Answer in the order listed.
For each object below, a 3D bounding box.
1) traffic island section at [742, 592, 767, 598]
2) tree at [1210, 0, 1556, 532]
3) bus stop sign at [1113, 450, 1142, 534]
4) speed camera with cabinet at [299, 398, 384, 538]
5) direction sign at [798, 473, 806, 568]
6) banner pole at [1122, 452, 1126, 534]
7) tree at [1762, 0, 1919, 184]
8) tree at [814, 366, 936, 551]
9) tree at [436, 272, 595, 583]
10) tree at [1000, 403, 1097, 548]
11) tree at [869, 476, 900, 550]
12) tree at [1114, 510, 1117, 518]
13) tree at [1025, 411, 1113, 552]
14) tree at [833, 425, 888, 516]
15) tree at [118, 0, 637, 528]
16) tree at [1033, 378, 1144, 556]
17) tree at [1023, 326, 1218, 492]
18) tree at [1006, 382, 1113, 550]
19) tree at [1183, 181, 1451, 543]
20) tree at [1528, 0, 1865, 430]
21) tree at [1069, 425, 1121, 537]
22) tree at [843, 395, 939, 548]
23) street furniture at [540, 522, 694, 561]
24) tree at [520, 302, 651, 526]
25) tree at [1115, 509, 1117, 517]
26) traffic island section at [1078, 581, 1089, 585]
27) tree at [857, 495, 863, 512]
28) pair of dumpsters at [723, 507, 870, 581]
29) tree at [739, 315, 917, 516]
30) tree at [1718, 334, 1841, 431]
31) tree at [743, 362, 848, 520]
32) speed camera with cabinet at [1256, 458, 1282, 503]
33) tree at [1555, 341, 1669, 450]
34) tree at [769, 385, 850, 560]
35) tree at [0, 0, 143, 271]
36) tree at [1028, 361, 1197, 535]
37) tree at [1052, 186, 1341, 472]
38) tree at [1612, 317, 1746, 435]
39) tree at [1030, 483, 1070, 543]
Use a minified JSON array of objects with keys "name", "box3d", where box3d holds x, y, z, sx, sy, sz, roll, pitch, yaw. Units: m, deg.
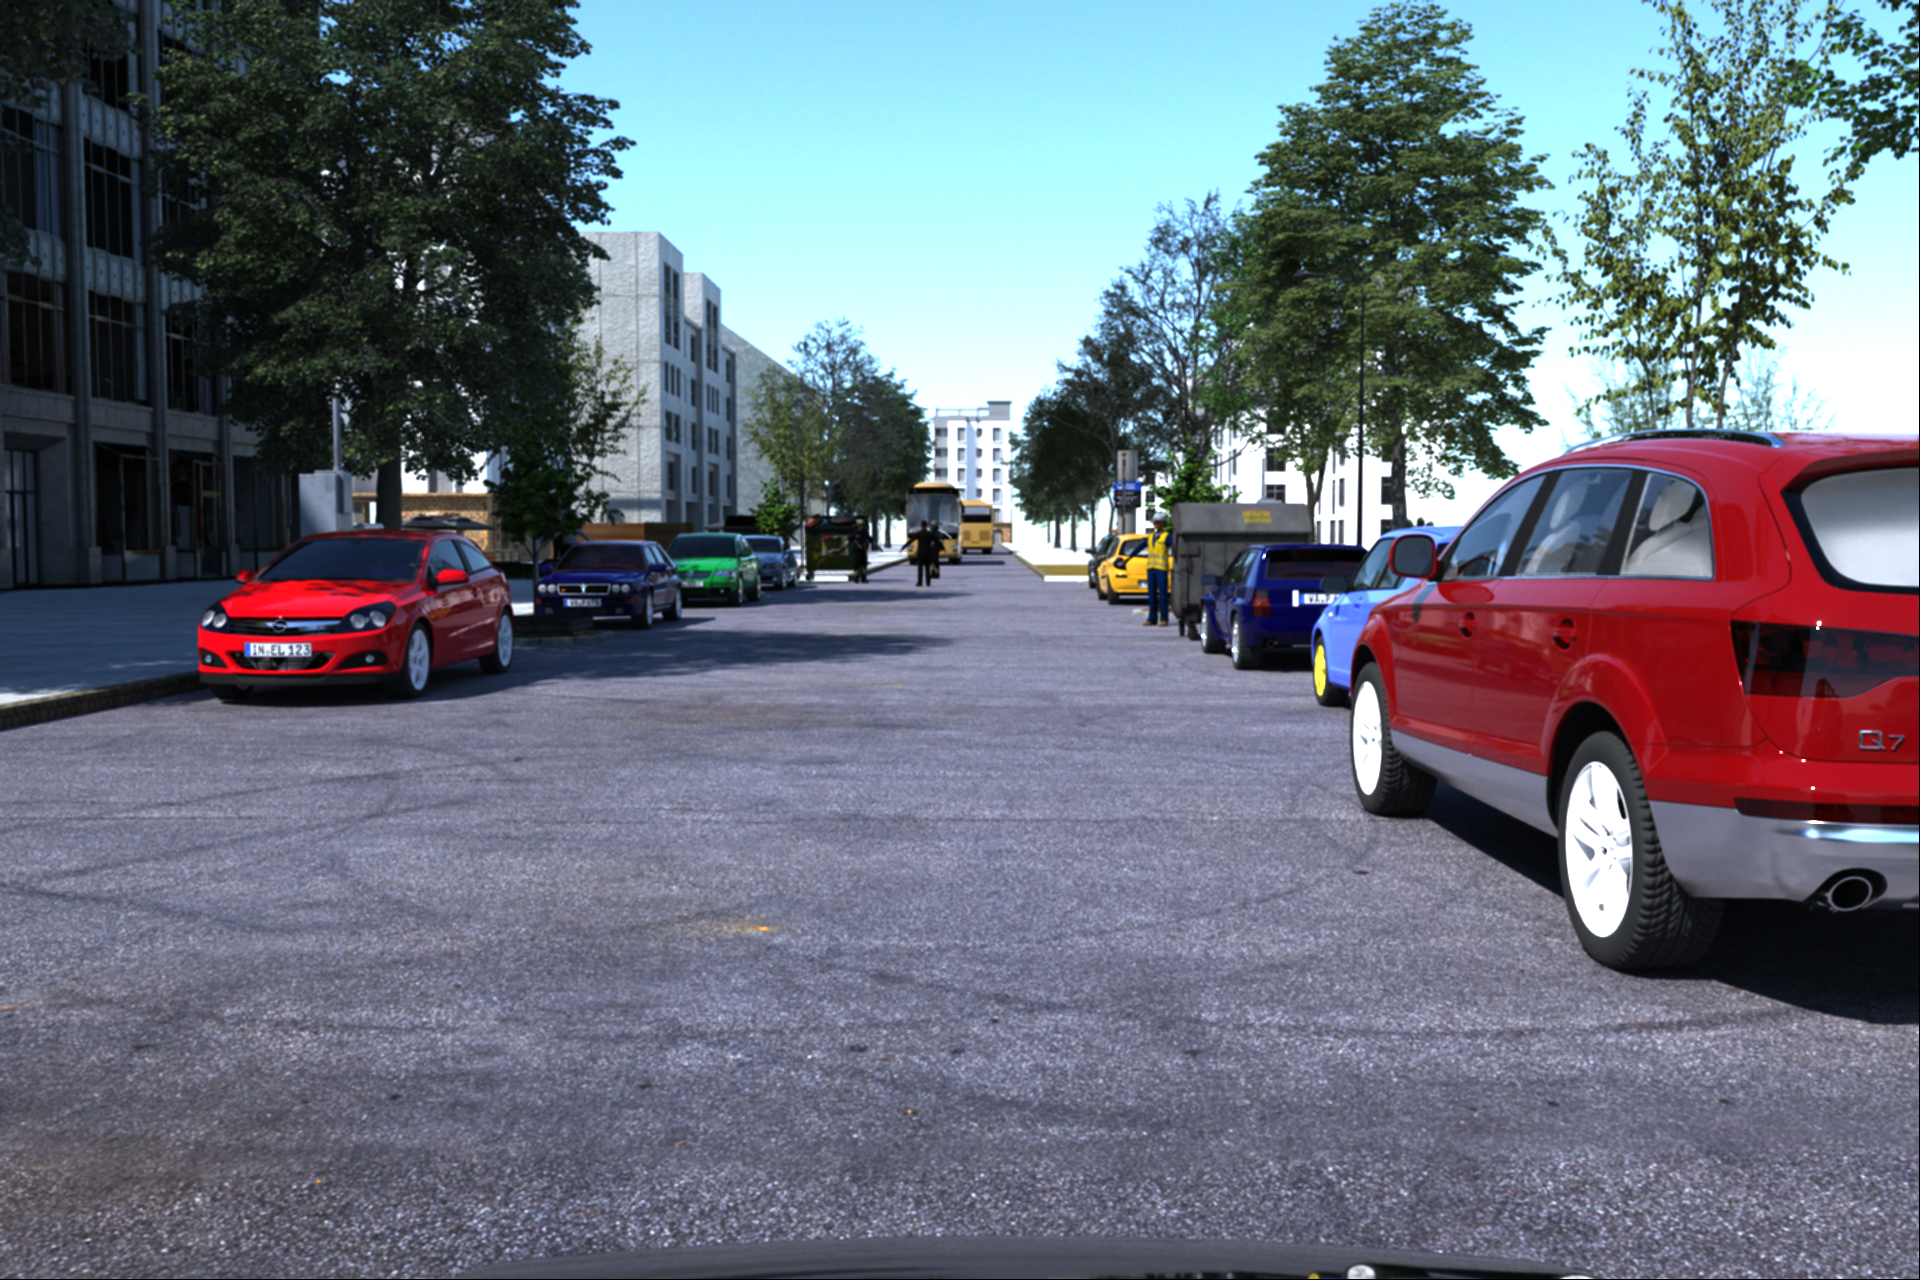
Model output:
[{"name":"traffic island section","box3d":[-5.486,-1.031,39.724,1.991,0.108,1.994,0,4,1]},{"name":"tree","box3d":[9.241,-7.318,37.773,7.486,12.596,7.792,0,3,0]},{"name":"bus stop sign","box3d":[5.273,-4.018,54.706,0.837,3.901,0.837,0,4,0]},{"name":"speed camera with cabinet","box3d":[-9.270,-1.937,26.010,0.660,3.252,2.038,0,3,0]},{"name":"direction sign","box3d":[-5.910,-4.454,64.812,0.379,3.537,0.876,0,4,3]},{"name":"banner pole","box3d":[5.014,-3.844,52.873,0.401,3.779,0.863,0,4,1]},{"name":"tree","box3d":[10.260,-5.375,13.633,9.928,11.665,9.643,0,3,0]},{"name":"tree","box3d":[-6.568,-13.711,130.829,9.857,13.997,8.962,0,3,0]},{"name":"tree","box3d":[-11.208,-5.768,44.672,4.737,8.622,4.395,0,3,0]},{"name":"tree","box3d":[8.817,-15.373,158.007,9.857,13.997,8.962,0,3,0]},{"name":"tree","box3d":[-6.653,-11.779,142.954,4.360,8.622,3.978,0,3,0]},{"name":"tree","box3d":[24.228,-18.100,246.293,4.360,8.622,3.978,0,3,0]},{"name":"tree","box3d":[7.879,-11.529,122.915,7.601,10.594,8.767,-2,4,-33]},{"name":"tree","box3d":[-7.589,-10.215,117.381,4.360,8.622,3.978,0,3,0]},{"name":"tree","box3d":[-11.114,-7.737,33.156,9.857,13.997,8.962,0,3,0]},{"name":"tree","box3d":[7.374,-10.060,98.895,7.601,10.594,8.767,-3,4,-37]},{"name":"tree","box3d":[7.287,-8.663,76.057,8.767,10.594,7.601,-1,4,-20]},{"name":"tree","box3d":[9.083,-14.023,139.642,12.009,13.543,11.850,0,3,0]},{"name":"tree","box3d":[10.172,-7.563,49.404,9.928,11.665,9.643,0,3,0]},{"name":"tree","box3d":[9.415,-4.384,22.039,4.737,8.622,4.395,0,3,0]},{"name":"tree","box3d":[8.375,-9.655,108.215,4.360,8.622,3.978,0,3,0]},{"name":"tree","box3d":[-6.485,-15.222,155.528,9.857,13.997,8.962,0,3,0]},{"name":"street furniture","box3d":[-12.145,-3.811,69.165,9.812,1.723,11.010,-1,4,-17]},{"name":"tree","box3d":[-11.382,-6.127,50.536,4.737,8.622,4.395,0,3,0]},{"name":"tree","box3d":[24.577,-18.365,250.621,4.360,8.622,3.978,0,3,0]},{"name":"traffic island section","box3d":[4.366,-1.614,49.260,1.991,0.108,1.994,0,4,0]},{"name":"tree","box3d":[-13.736,-19.516,244.846,9.928,11.665,9.643,0,3,0]},{"name":"pair of dumpsters","box3d":[-4.971,-2.923,52.735,4.436,2.255,1.574,0,4,0]},{"name":"tree","box3d":[-7.363,-11.416,97.029,12.009,13.543,11.850,0,3,0]},{"name":"tree","box3d":[29.427,-6.924,63.577,4.360,8.622,3.978,0,3,0]},{"name":"tree","box3d":[-7.314,-7.613,74.833,4.737,8.622,4.395,0,3,0]},{"name":"speed camera with cabinet","box3d":[8.029,-3.053,44.256,0.660,3.252,2.038,0,4,1]},{"name":"tree","box3d":[25.341,-7.037,65.413,4.360,8.622,3.978,0,3,0]},{"name":"tree","box3d":[-7.929,-8.312,86.265,4.360,8.622,3.978,0,3,0]},{"name":"tree","box3d":[-11.628,-6.604,14.638,9.857,13.997,8.962,0,3,0]},{"name":"tree","box3d":[7.612,-9.342,87.155,8.767,10.594,7.601,-1,4,-15]},{"name":"tree","box3d":[8.439,-9.276,62.027,12.009,13.543,11.850,0,3,0]},{"name":"tree","box3d":[23.499,-6.586,58.037,4.360,8.622,3.978,0,3,0]},{"name":"tree","box3d":[12.986,-20.018,245.424,7.486,12.596,7.792,0,3,0]}]
